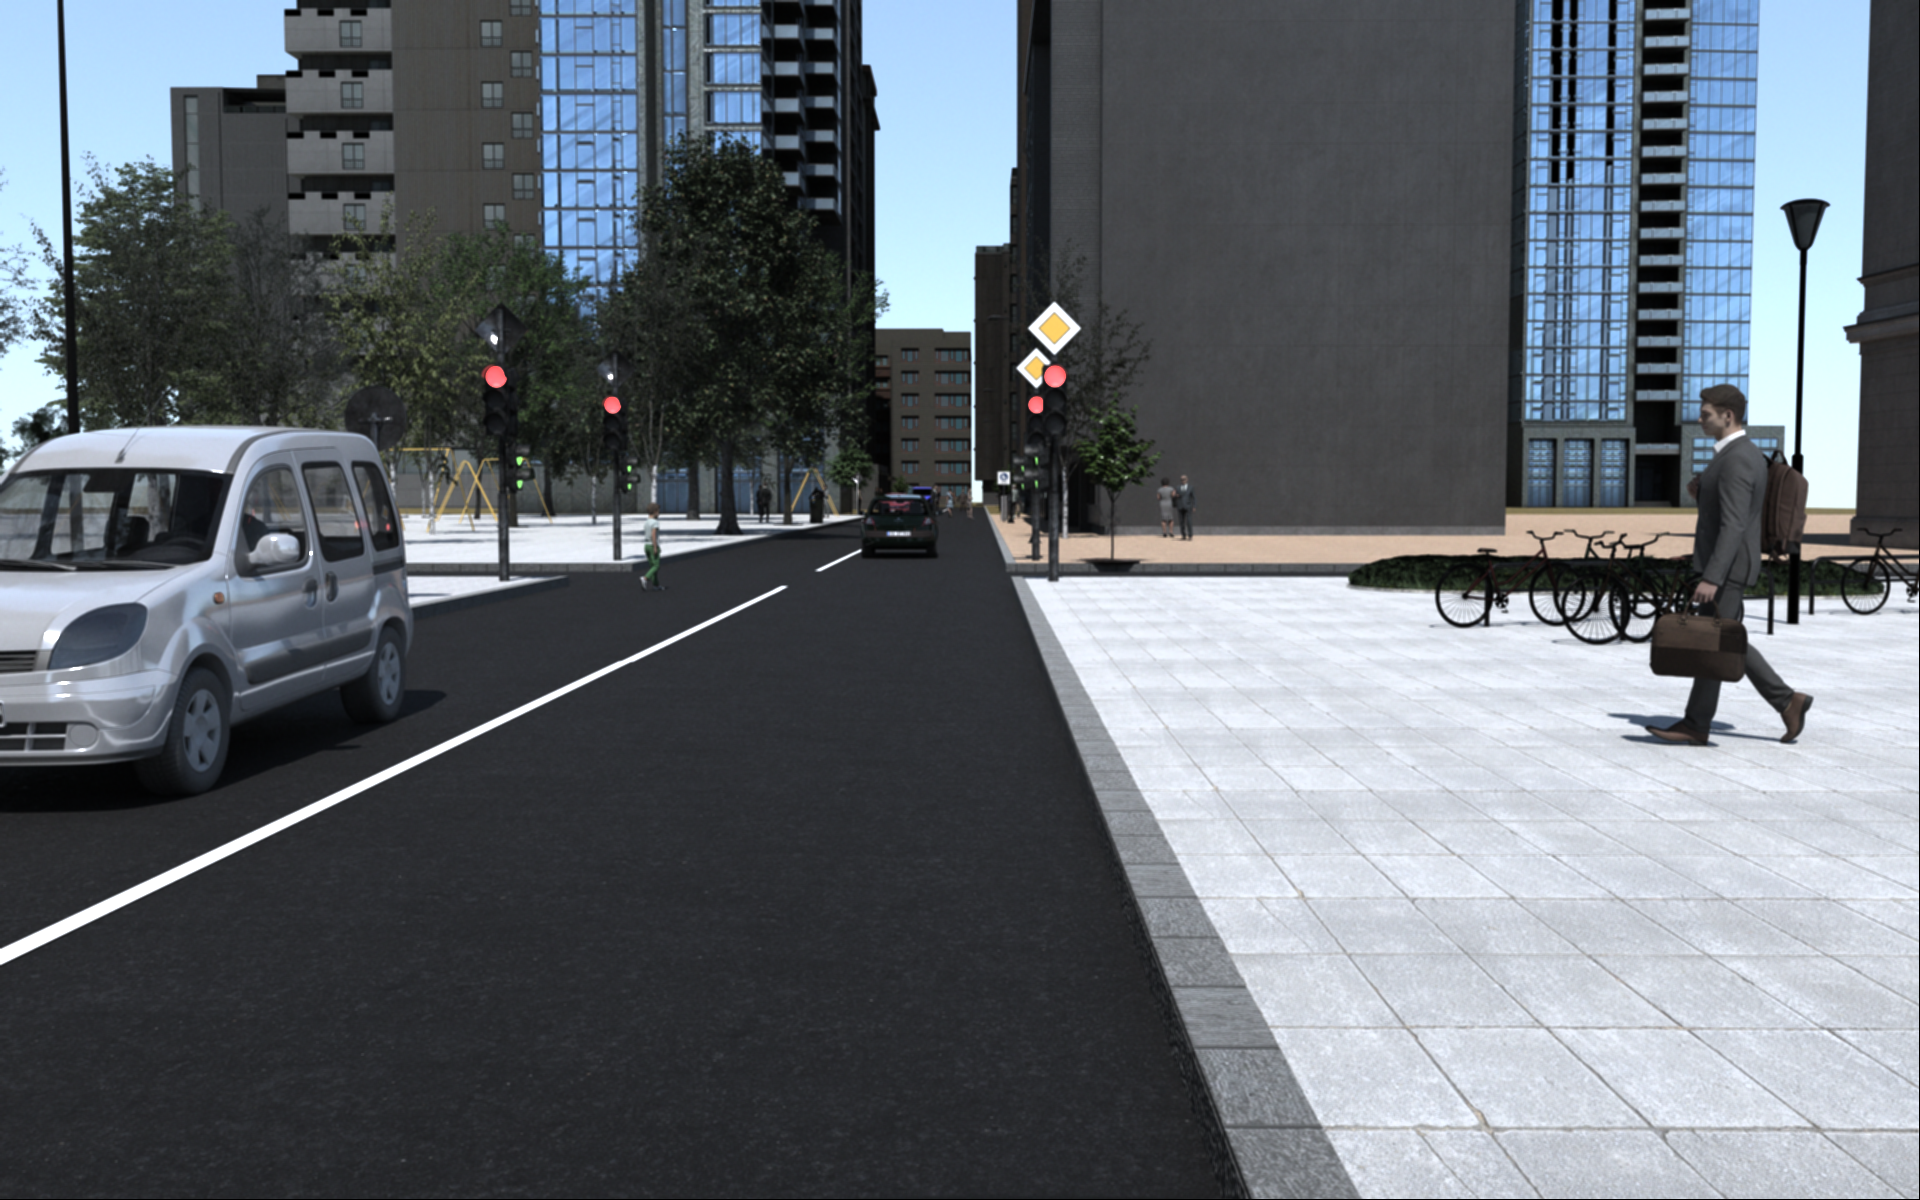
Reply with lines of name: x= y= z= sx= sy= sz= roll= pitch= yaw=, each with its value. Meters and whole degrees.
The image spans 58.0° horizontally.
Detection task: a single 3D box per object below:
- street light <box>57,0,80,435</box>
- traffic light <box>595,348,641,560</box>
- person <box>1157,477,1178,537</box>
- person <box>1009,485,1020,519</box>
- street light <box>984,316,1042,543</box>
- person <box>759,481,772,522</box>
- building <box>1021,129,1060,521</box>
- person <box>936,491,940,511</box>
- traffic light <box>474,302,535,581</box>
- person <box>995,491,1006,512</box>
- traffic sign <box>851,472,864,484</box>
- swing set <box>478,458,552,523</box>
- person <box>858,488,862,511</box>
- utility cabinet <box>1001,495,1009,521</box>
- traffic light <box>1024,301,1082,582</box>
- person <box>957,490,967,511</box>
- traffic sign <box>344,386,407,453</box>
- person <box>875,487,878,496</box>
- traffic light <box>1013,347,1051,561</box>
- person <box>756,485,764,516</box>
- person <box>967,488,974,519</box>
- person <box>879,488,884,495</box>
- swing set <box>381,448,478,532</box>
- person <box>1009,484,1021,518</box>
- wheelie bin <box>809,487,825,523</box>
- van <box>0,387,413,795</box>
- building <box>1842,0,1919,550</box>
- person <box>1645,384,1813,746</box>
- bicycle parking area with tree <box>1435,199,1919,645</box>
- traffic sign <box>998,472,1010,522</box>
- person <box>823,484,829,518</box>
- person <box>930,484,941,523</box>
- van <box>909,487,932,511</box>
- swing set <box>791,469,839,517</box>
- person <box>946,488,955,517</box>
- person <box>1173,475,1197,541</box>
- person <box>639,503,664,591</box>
street light: x=-6.664 y=-2.535 z=13.996 sx=1.470 sy=5.913 sz=1.316 roll=0 pitch=4 yaw=1
traffic light: x=-6.615 y=-2.721 z=33.410 sx=0.839 sy=4.253 sz=0.868 roll=0 pitch=4 yaw=1
person: x=6.235 y=-2.754 z=51.421 sx=0.716 sy=1.782 sz=0.532 roll=1 pitch=4 yaw=20
person: x=2.812 y=-5.046 z=89.036 sx=0.515 sy=1.767 sz=0.782 roll=3 pitch=4 yaw=38
street light: x=1.419 y=-4.445 z=45.214 sx=1.470 sy=5.913 sz=1.316 roll=0 pitch=4 yaw=1
person: x=-8.868 y=-4.440 z=78.418 sx=0.659 sy=1.850 sz=0.755 roll=-2 pitch=4 yaw=-26
building: x=9.885 y=-18.222 z=95.192 sx=12.463 sy=27.353 sz=25.104 roll=0 pitch=4 yaw=1
person: x=-1.958 y=-8.324 z=145.514 sx=0.541 sy=1.710 sz=0.530 roll=-1 pitch=4 yaw=-16
traffic light: x=-6.703 y=-2.233 z=25.425 sx=0.839 sy=4.253 sz=0.868 roll=0 pitch=4 yaw=1
person: x=2.991 y=-7.336 z=126.128 sx=0.705 sy=1.807 sz=1.348 roll=3 pitch=4 yaw=36
traffic sign: x=-6.001 y=-6.207 z=101.212 sx=0.795 sy=2.593 sz=0.064 roll=0 pitch=4 yaw=5
swing set: x=-20.101 y=-4.810 z=76.266 sx=3.119 sy=2.851 sz=2.862 roll=3 pitch=5 yaw=39
person: x=-6.878 y=-6.903 z=118.918 sx=0.705 sy=1.823 sz=1.348 roll=0 pitch=4 yaw=-6
utility cabinet: x=2.164 y=-4.433 z=83.642 sx=0.306 sy=1.237 sz=1.020 roll=0 pitch=4 yaw=8
traffic light: x=1.358 y=-2.228 z=25.352 sx=0.839 sy=4.253 sz=0.868 roll=0 pitch=4 yaw=1
person: x=0.226 y=-8.256 z=144.040 sx=0.990 sy=1.755 sz=0.434 roll=0 pitch=4 yaw=4
traffic sign: x=-6.885 y=-1.242 z=20.407 sx=0.768 sy=2.556 sz=0.104 roll=0 pitch=4 yaw=6
person: x=-6.635 y=-8.112 z=138.704 sx=0.705 sy=1.821 sz=1.348 roll=0 pitch=4 yaw=4
traffic light: x=1.446 y=-2.717 z=33.337 sx=0.839 sy=4.253 sz=0.868 roll=0 pitch=4 yaw=1
person: x=-10.507 y=-5.212 z=91.685 sx=0.534 sy=1.772 sz=0.576 roll=3 pitch=5 yaw=43
person: x=0.593 y=-5.581 z=100.093 sx=0.374 sy=1.781 sz=0.599 roll=-1 pitch=4 yaw=-13
person: x=-6.118 y=-7.719 z=133.073 sx=0.721 sy=1.723 sz=1.217 roll=-2 pitch=4 yaw=-30
swing set: x=-18.910 y=-3.798 z=59.723 sx=3.119 sy=2.851 sz=2.862 roll=1 pitch=4 yaw=17
person: x=2.997 y=-5.322 z=93.239 sx=0.661 sy=1.801 sz=0.590 roll=-1 pitch=4 yaw=-10
wheelie bin: x=-6.278 y=-4.165 z=76.004 sx=0.693 sy=1.594 sz=0.980 roll=0 pitch=4 yaw=-2
van: x=-4.414 y=-0.155 z=9.554 sx=2.013 sy=2.044 sz=4.112 roll=0 pitch=4 yaw=1
building: x=23.364 y=-11.435 z=37.867 sx=40.483 sy=20.767 sz=10.553 roll=0 pitch=4 yaw=1
person: x=3.919 y=-0.168 z=8.762 sx=0.822 sy=1.834 sz=0.622 roll=1 pitch=4 yaw=15
bicycle parking area with tree: x=9.415 y=-1.691 z=14.656 sx=9.016 sy=4.147 sz=8.231 roll=-1 pitch=4 yaw=-10
traffic sign: x=1.998 y=-4.677 z=78.600 sx=0.606 sy=2.300 sz=0.079 roll=0 pitch=4 yaw=7
person: x=-7.322 y=-5.337 z=93.489 sx=0.511 sy=1.800 sz=0.466 roll=1 pitch=4 yaw=18
person: x=-1.189 y=-4.702 z=84.740 sx=0.474 sy=1.900 sz=0.648 roll=0 pitch=4 yaw=6
van: x=-3.255 y=-8.898 z=149.863 sx=2.240 sy=2.365 sz=5.245 roll=0 pitch=4 yaw=-1
swing set: x=-8.449 y=-6.226 z=99.410 sx=2.862 sy=2.851 sz=3.119 roll=0 pitch=4 yaw=-7
person: x=-0.564 y=-6.026 z=107.120 sx=0.616 sy=1.811 sz=0.778 roll=-1 pitch=4 yaw=-15
person: x=6.206 y=-2.551 z=47.931 sx=0.661 sy=1.801 sz=0.590 roll=1 pitch=4 yaw=21
person: x=-4.574 y=-0.788 z=25.637 sx=0.306 sy=1.304 sz=0.590 roll=2 pitch=4 yaw=28
